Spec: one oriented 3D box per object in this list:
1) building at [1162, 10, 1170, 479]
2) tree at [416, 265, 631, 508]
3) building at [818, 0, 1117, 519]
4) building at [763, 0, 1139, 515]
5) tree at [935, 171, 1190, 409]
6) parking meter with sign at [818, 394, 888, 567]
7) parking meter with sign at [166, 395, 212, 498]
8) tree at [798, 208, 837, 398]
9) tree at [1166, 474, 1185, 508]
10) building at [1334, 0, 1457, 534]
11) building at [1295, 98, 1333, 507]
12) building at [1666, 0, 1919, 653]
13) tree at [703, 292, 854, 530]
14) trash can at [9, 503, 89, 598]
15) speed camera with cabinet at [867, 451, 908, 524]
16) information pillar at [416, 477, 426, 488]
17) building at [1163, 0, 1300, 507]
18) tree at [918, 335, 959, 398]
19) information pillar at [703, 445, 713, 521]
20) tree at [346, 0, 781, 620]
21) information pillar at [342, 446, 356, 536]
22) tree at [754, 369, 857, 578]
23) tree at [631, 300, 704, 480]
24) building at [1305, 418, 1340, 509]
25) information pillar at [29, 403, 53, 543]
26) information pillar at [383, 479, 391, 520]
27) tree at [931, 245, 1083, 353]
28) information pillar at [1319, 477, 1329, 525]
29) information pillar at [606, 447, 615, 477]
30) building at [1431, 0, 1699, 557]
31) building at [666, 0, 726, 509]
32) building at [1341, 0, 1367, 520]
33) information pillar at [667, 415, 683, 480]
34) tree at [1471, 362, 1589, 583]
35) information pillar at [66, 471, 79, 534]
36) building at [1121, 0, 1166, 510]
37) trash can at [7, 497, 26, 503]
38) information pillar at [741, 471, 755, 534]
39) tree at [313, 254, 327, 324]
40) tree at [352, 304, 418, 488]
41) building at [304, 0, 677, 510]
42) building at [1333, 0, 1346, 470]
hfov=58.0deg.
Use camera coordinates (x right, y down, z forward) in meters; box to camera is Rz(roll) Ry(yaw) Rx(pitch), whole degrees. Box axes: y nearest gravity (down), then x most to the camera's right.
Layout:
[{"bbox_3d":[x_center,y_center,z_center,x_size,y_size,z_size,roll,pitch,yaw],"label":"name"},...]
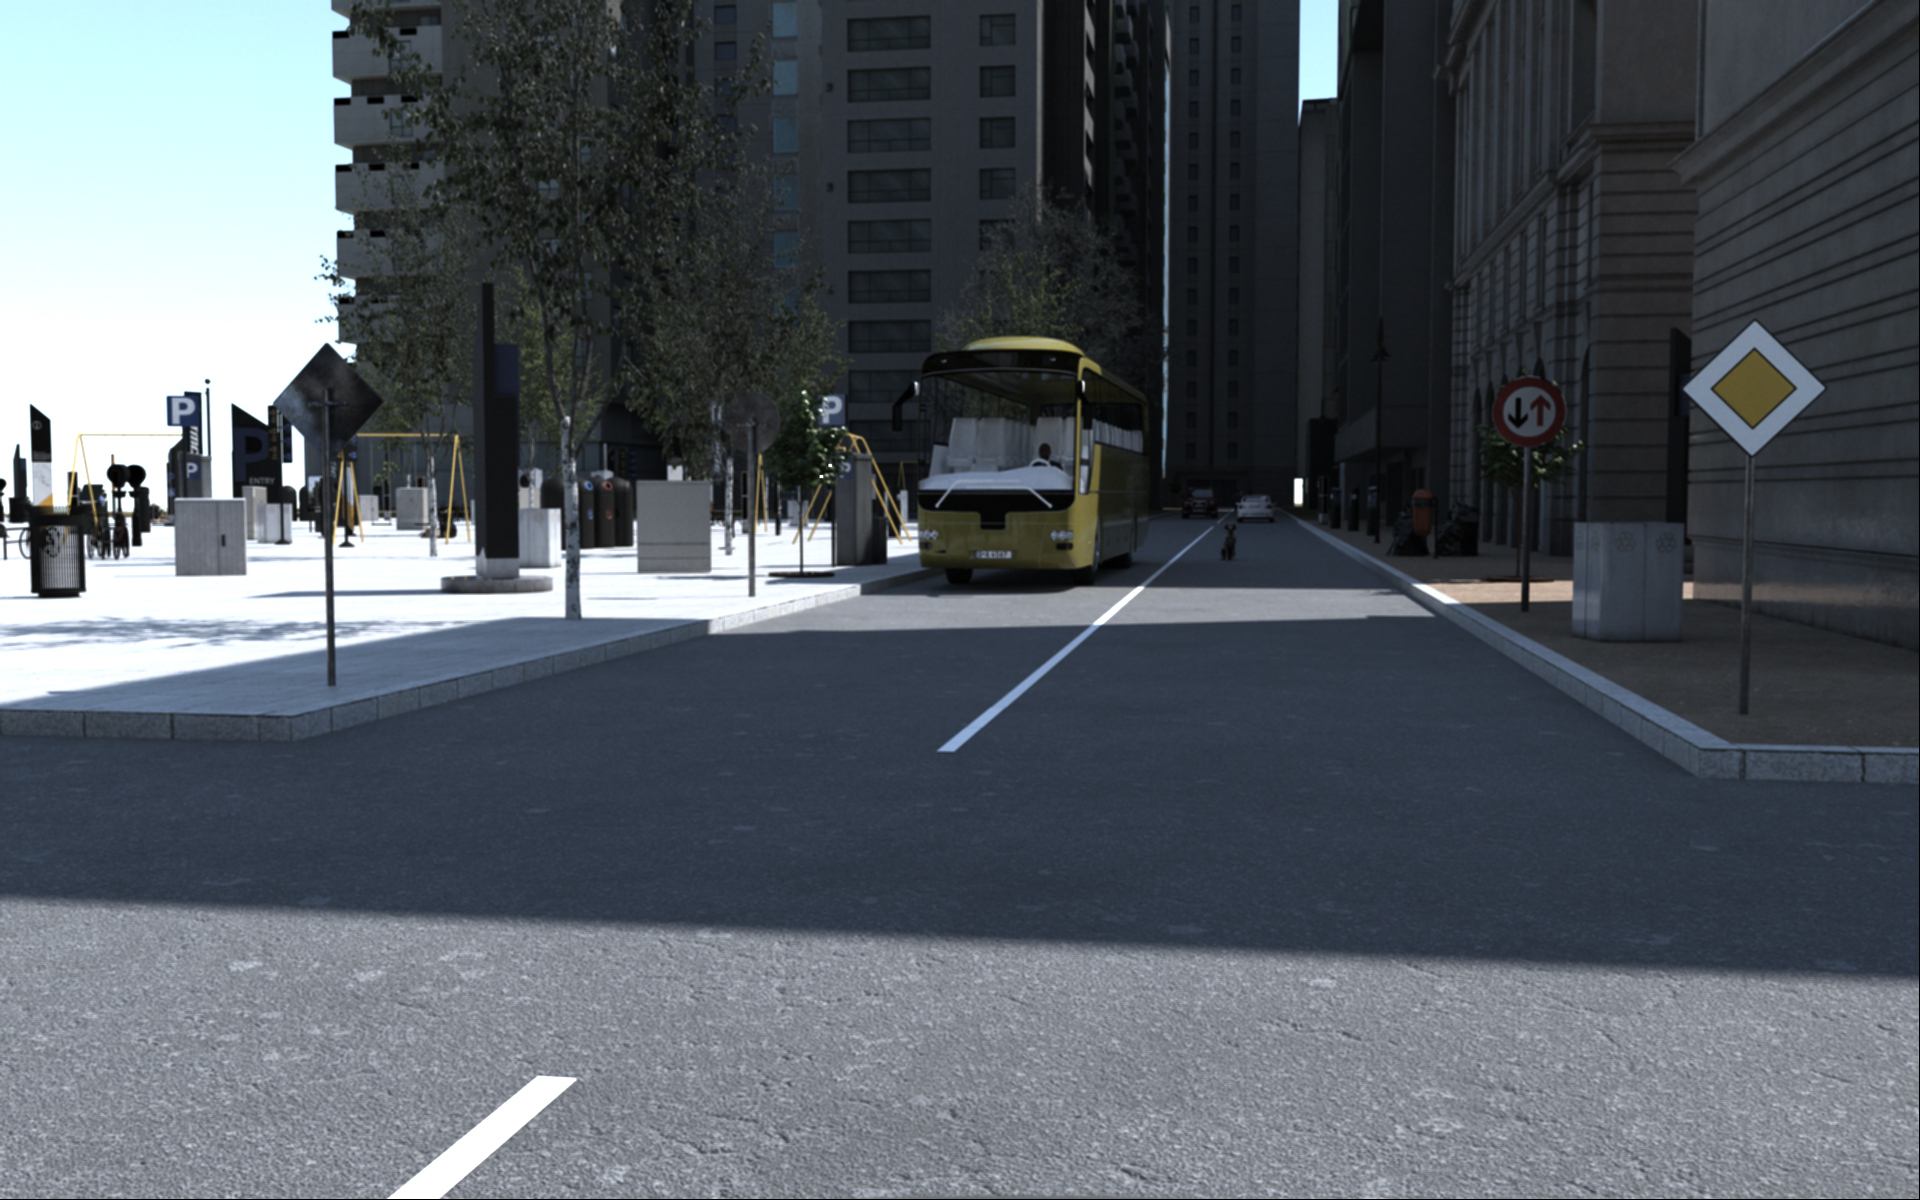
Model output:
[{"bbox_3d":[11.065,-30.801,153.714,14.200,45.320,14.600,1,4,10],"label":"building"},{"bbox_3d":[-13.630,-6.347,54.133,4.737,8.622,4.395,0,3,0],"label":"tree"},{"bbox_3d":[0.863,-19.704,93.867,14.160,30.474,14.107,1,4,10],"label":"building"},{"bbox_3d":[0.367,-30.411,116.821,23.786,49.044,30.456,1,4,10],"label":"building"},{"bbox_3d":[3.576,-9.577,66.952,12.009,13.543,11.850,0,3,0],"label":"tree"},{"bbox_3d":[-1.872,-2.126,31.026,0.543,3.016,1.738,2,4,25],"label":"parking meter with sign"},{"bbox_3d":[-13.887,-2.158,31.541,0.543,3.016,1.738,-1,4,-10],"label":"parking meter with sign"},{"bbox_3d":[-4.769,-5.257,36.315,4.360,8.622,3.978,0,3,0],"label":"tree"},{"bbox_3d":[20.180,-10.270,162.517,1.663,3.219,1.824,0,3,0],"label":"tree"},{"bbox_3d":[22.765,-15.226,68.014,14.314,24.678,30.058,1,4,10],"label":"building"},{"bbox_3d":[40.669,-29.914,172.688,14.086,41.232,14.154,1,4,10],"label":"building"},{"bbox_3d":[17.759,-10.880,14.043,21.152,22.565,11.583,1,4,10],"label":"building"},{"bbox_3d":[-5.961,-6.819,61.858,4.737,8.622,4.395,0,3,0],"label":"tree"},{"bbox_3d":[-11.224,-0.605,21.538,0.748,1.137,0.748,0,3,0],"label":"trash can"},{"bbox_3d":[-3.299,-4.938,75.066,2.038,3.252,0.660,0,4,-4],"label":"speed camera with cabinet"},{"bbox_3d":[-22.722,-4.193,73.053,0.304,2.012,0.304,0,3,0],"label":"information pillar"},{"bbox_3d":[20.276,-38.924,178.403,28.212,58.520,21.231,1,4,10],"label":"building"},{"bbox_3d":[0.029,-7.802,77.929,4.360,8.622,3.978,0,3,0],"label":"tree"},{"bbox_3d":[-12.028,-5.595,82.829,0.504,3.616,0.183,1,4,19],"label":"information pillar"},{"bbox_3d":[-3.897,-4.091,17.256,4.360,8.622,3.978,0,3,0],"label":"tree"},{"bbox_3d":[-18.812,-3.783,53.202,0.504,3.616,0.183,3,4,36],"label":"information pillar"},{"bbox_3d":[-2.424,-1.971,26.832,1.663,3.219,1.824,0,3,0],"label":"tree"},{"bbox_3d":[-10.666,-7.034,65.374,4.737,8.622,4.395,0,3,0],"label":"tree"},{"bbox_3d":[39.947,-50.505,138.421,22.319,86.520,31.000,1,4,10],"label":"building"},{"bbox_3d":[-23.801,-3.274,44.878,0.504,3.616,0.183,-3,5,-43],"label":"information pillar"},{"bbox_3d":[-28.205,-4.941,85.274,0.304,2.012,0.304,-1,4,-12],"label":"information pillar"},{"bbox_3d":[1.596,-6.157,51.034,4.737,8.622,4.395,0,3,0],"label":"tree"},{"bbox_3d":[15.222,-4.159,72.484,0.304,2.012,0.304,-1,4,-18],"label":"information pillar"},{"bbox_3d":[-17.437,-5.818,86.484,0.183,3.616,0.504,3,4,36],"label":"information pillar"},{"bbox_3d":[19.124,-12.187,41.060,13.314,21.916,24.055,1,4,10],"label":"building"},{"bbox_3d":[-10.600,-37.391,153.337,28.212,58.520,21.231,1,4,10],"label":"building"},{"bbox_3d":[27.261,-24.913,90.918,14.154,41.232,14.086,1,4,10],"label":"building"},{"bbox_3d":[-8.269,-3.608,50.343,0.504,3.616,0.183,-3,5,-42],"label":"information pillar"},{"bbox_3d":[8.376,-1.889,25.481,1.663,3.219,1.824,0,3,0],"label":"tree"},{"bbox_3d":[-28.680,-3.151,56.005,0.304,2.012,0.304,-2,4,-34],"label":"information pillar"},{"bbox_3d":[8.926,-27.802,138.163,14.154,41.232,14.086,1,4,10],"label":"building"},{"bbox_3d":[-41.440,-3.942,76.113,0.748,1.137,0.748,0,3,0],"label":"trash can"},{"bbox_3d":[-6.865,-3.159,56.135,0.304,2.012,0.304,3,5,40],"label":"information pillar"},{"bbox_3d":[-10.834,-5.187,35.175,4.360,8.622,3.978,0,3,0],"label":"tree"},{"bbox_3d":[-21.031,-7.019,65.116,4.737,8.622,4.395,0,3,0],"label":"tree"},{"bbox_3d":[-38.731,-34.553,154.188,27.495,52.752,28.713,1,4,10],"label":"building"},{"bbox_3d":[38.157,-31.837,109.780,28.713,52.752,27.495,1,4,10],"label":"building"}]
